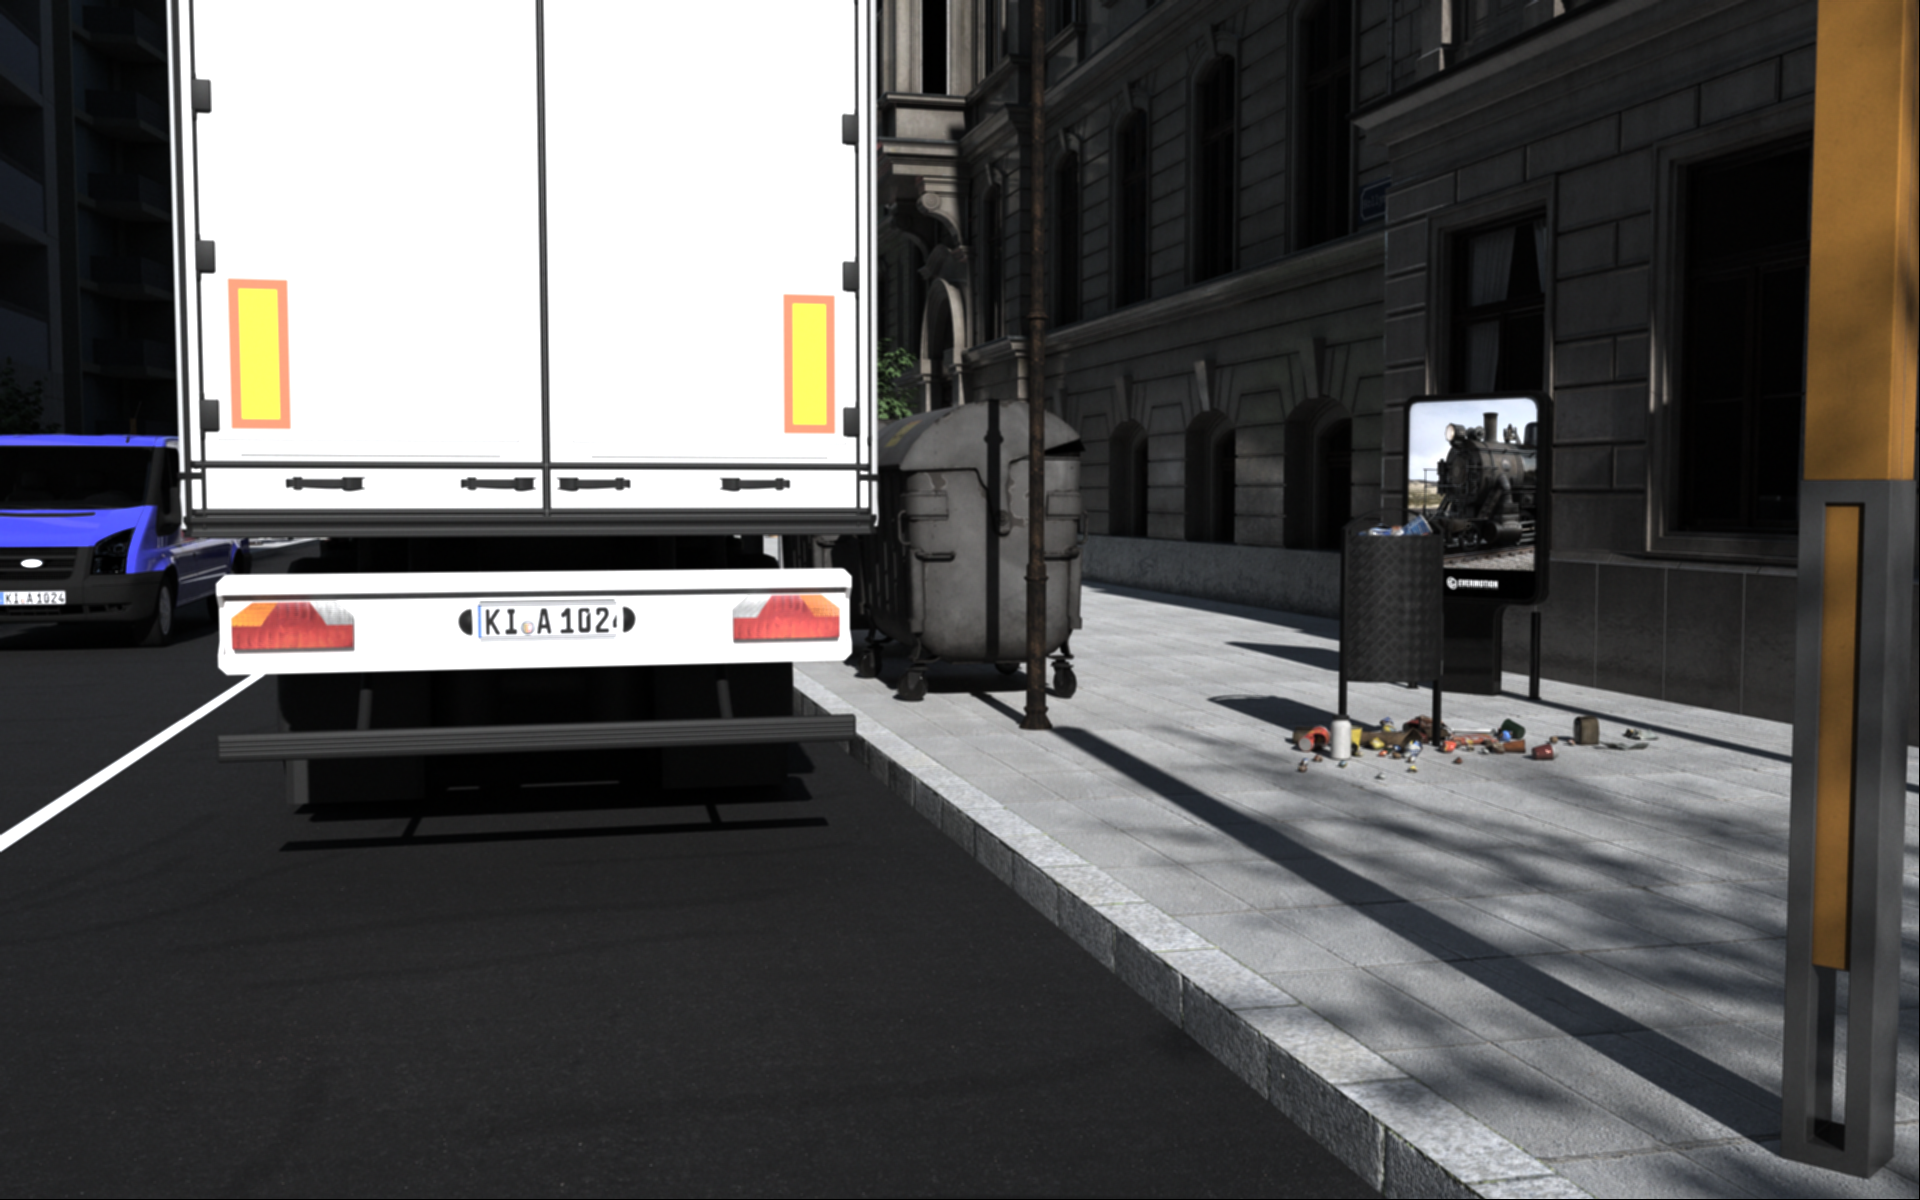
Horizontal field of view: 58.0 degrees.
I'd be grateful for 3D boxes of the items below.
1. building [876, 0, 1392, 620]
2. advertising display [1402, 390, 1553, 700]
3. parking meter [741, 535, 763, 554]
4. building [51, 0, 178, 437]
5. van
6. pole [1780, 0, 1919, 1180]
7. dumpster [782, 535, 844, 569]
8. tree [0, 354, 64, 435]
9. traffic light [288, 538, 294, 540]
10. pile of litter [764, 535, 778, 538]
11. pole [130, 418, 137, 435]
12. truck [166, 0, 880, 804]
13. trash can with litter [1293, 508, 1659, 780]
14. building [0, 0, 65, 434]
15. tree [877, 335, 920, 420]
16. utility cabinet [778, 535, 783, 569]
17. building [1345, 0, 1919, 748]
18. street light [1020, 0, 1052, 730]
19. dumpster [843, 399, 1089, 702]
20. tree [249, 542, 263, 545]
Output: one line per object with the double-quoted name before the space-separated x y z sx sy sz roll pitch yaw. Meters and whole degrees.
"building" 5.184 -13.084 33.000 14.460 24.649 34.723 -1 4 -14
"advertising display" 3.290 -0.359 11.089 0.974 1.923 0.123 3 5 44
"parking meter" -3.427 -1.231 28.532 0.372 1.533 0.369 0 3 0
"building" -40.670 -25.420 70.249 22.147 44.769 28.867 -1 4 -14
"van" -8.733 -0.816 17.719 2.240 2.365 5.245 -1 4 -13
"pole" 1.695 -0.575 3.246 0.158 3.312 0.155 0 3 0
"dumpster" -0.782 -0.515 14.179 1.264 1.857 1.865 -1 4 -14
"tree" -13.089 -1.806 24.134 1.663 3.219 1.824 0 3 0
"traffic light" -18.724 -3.637 48.385 0.839 4.253 0.868 -1 4 -14
"pile of litter" -4.899 -2.287 51.357 1.719 0.858 1.176 1 4 9
"pole" -22.281 -3.236 46.757 0.158 3.312 0.155 0 3 0
"truck" -2.832 -1.382 11.517 2.839 4.237 11.283 -1 4 -14
"trash can with litter" 2.575 0.145 8.680 2.233 1.210 1.678 -1 4 -9
"building" -32.887 -29.853 30.093 28.212 58.520 21.231 -1 4 -14
"tree" -2.328 -2.546 25.341 4.285 4.588 4.351 0 3 0
"utility cabinet" -1.353 -0.410 17.861 1.020 1.237 0.306 -1 4 -10
"building" 10.121 -8.674 6.451 10.561 19.102 19.286 -1 4 -14
"street light" 0.417 -2.234 9.320 0.468 5.910 1.993 -1 4 -14
"dumpster" 0.037 -0.348 11.447 1.264 1.857 1.865 -1 4 -14
"tree" -18.015 -2.995 43.564 1.663 3.219 1.824 0 3 0
